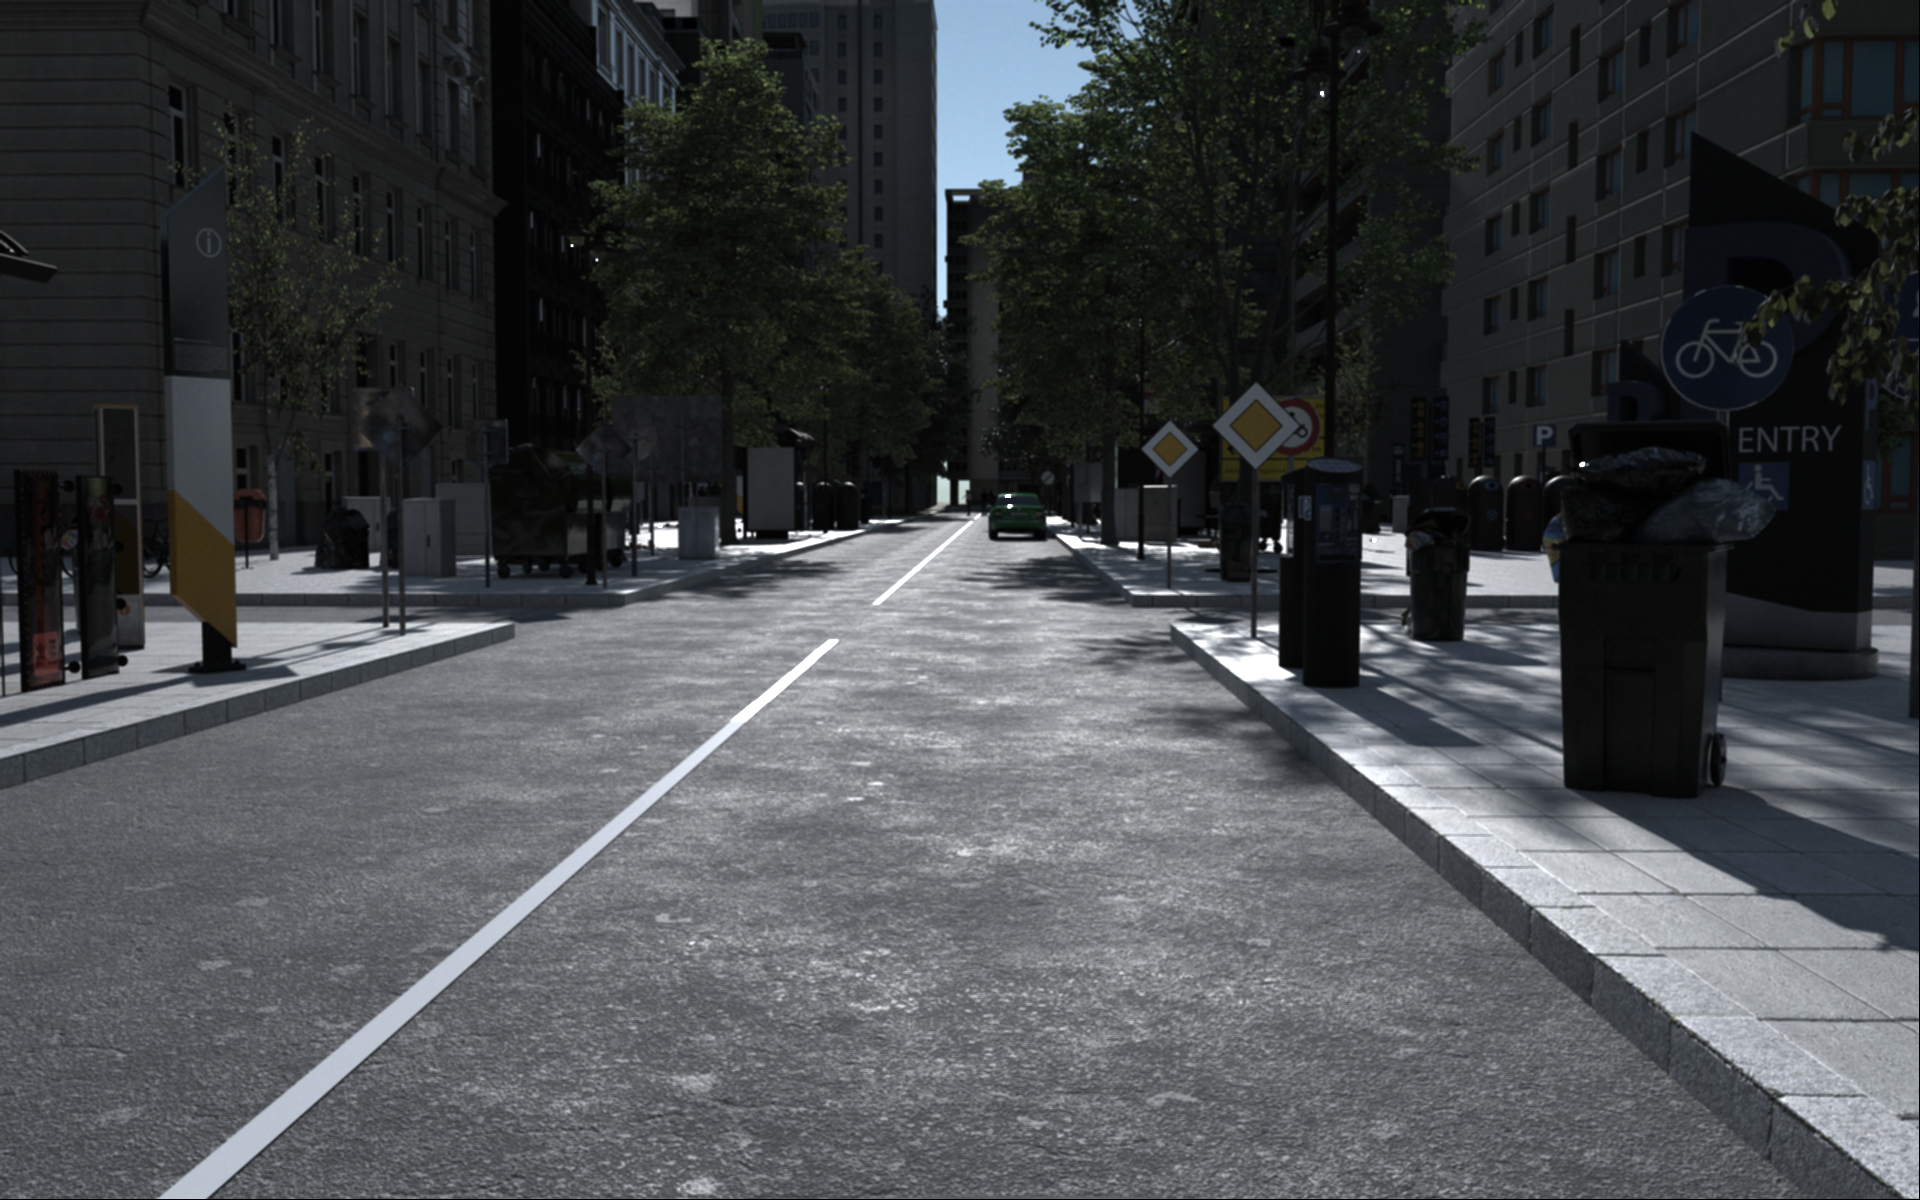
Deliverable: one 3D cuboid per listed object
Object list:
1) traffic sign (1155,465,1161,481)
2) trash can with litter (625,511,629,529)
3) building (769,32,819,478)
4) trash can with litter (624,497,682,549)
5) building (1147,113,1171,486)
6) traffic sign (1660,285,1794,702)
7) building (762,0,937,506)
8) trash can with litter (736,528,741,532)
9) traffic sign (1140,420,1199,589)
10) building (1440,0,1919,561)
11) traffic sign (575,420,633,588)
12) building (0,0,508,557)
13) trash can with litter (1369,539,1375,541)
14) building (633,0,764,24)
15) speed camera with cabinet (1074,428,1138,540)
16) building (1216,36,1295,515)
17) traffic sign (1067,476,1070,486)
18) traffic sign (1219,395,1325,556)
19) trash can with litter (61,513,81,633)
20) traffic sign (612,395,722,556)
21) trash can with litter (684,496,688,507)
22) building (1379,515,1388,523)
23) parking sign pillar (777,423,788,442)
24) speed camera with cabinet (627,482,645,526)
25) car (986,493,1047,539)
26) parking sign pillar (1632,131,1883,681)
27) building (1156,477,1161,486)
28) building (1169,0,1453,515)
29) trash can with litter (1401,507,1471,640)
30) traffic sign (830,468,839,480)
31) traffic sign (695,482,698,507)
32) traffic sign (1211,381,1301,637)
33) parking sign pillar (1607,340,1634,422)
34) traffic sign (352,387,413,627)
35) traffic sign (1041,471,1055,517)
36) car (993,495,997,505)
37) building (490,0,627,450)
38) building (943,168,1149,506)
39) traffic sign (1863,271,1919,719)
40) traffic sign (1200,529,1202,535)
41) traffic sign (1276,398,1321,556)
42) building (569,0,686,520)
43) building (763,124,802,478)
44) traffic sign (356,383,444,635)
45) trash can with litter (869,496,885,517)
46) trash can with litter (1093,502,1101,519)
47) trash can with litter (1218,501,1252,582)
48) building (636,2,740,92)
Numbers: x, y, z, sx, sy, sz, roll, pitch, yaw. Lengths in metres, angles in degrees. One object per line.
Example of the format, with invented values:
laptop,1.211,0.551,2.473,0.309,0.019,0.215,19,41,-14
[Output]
traffic sign,7.459,-4.093,67.020,0.768,2.556,0.104,1,4,9
trash can with litter,-12.310,-3.184,63.454,0.624,1.170,1.055,-2,4,-31
building,-20.107,-28.934,156.672,14.086,41.232,14.154,0,4,1
trash can with litter,-7.628,-1.825,40.889,1.678,1.210,2.233,-1,4,-17
building,29.055,-33.583,199.187,14.200,45.320,14.600,0,4,1
traffic sign,4.678,-0.645,10.654,0.768,2.556,0.104,1,4,10
building,-16.853,-40.433,203.073,28.212,58.520,21.231,0,4,1
trash can with litter,-6.853,-2.899,58.453,2.233,1.210,1.678,-2,4,-28
traffic sign,2.832,-1.211,23.445,0.795,2.450,0.064,0,4,1
building,30.937,-12.305,46.224,28.899,21.520,27.650,0,4,1
traffic sign,-4.859,-1.224,23.660,0.795,2.450,0.064,0,4,1
building,-21.678,-15.245,46.522,12.463,27.353,25.104,0,4,1
trash can with litter,10.225,-2.226,47.452,2.233,1.210,1.678,2,4,35
building,-21.390,-26.690,119.978,14.154,41.232,14.086,0,4,1
speed camera with cabinet,4.160,-3.361,49.283,0.660,3.252,2.038,-3,5,-43
building,23.656,-20.892,113.283,14.160,30.474,14.107,0,4,1
traffic sign,6.096,-5.697,95.270,0.606,2.300,0.079,0,4,5
traffic sign,6.510,-2.568,35.855,2.265,3.308,0.079,0,4,3
trash can with litter,-8.074,-0.290,16.130,0.624,1.170,1.055,-2,4,-33
traffic sign,-6.026,-2.555,35.643,2.265,3.308,0.079,0,4,2
trash can with litter,-11.175,-3.499,68.261,1.678,1.210,2.233,2,4,28
building,29.170,-28.304,86.473,21.300,48.544,21.600,0,4,1
parking sign pillar,-6.648,-4.788,66.758,1.447,3.967,1.447,1,4,11
speed camera with cabinet,-13.198,-4.616,69.813,0.660,3.252,2.038,-1,4,-22
car,1.829,-2.896,56.143,1.959,1.807,4.718,0,4,0
parking sign pillar,5.865,-1.469,12.486,1.447,3.967,1.447,3,5,41
building,28.429,-43.582,150.818,20.563,71.187,20.611,0,4,1
building,27.493,-30.994,130.461,21.300,48.544,21.600,0,4,1
trash can with litter,4.162,-0.250,15.468,0.624,1.170,1.055,0,4,0
traffic sign,-5.714,-4.679,77.679,0.795,2.450,0.064,0,4,7
traffic sign,-5.498,-2.083,36.179,0.606,2.300,0.079,1,4,11
traffic sign,2.630,-0.723,15.463,0.795,2.450,0.064,0,4,1
parking sign pillar,11.669,-2.520,29.672,1.447,3.967,1.447,-1,4,-20
traffic sign,-5.534,-0.887,16.636,0.606,2.300,0.079,0,4,5
traffic sign,4.857,-5.848,95.721,0.768,2.556,0.104,0,4,8
car,3.349,-7.922,142.111,1.945,1.354,3.894,0,4,2
building,-20.785,-14.520,67.086,12.332,23.373,15.834,0,4,1
building,10.180,-31.586,208.308,23.993,40.220,32.217,0,4,1
traffic sign,5.485,-0.596,9.852,0.768,2.556,0.104,0,4,7
traffic sign,7.582,-3.328,54.415,0.884,2.594,0.081,0,4,2
traffic sign,4.402,-1.405,23.072,0.768,2.556,0.104,0,4,5
building,-21.828,-18.291,84.958,13.634,28.700,20.117,0,4,1
building,-20.150,-22.202,134.699,14.160,30.474,14.107,0,4,1
traffic sign,-5.061,-0.736,15.677,0.795,2.450,0.064,0,4,1
trash can with litter,-5.447,-5.229,96.550,2.233,1.210,1.678,2,4,31
trash can with litter,7.338,-4.781,89.223,2.233,1.210,1.678,2,4,28
trash can with litter,4.159,-0.872,25.648,0.624,1.170,1.055,0,4,2
building,-21.360,-20.454,106.127,14.160,30.474,14.107,0,4,1
